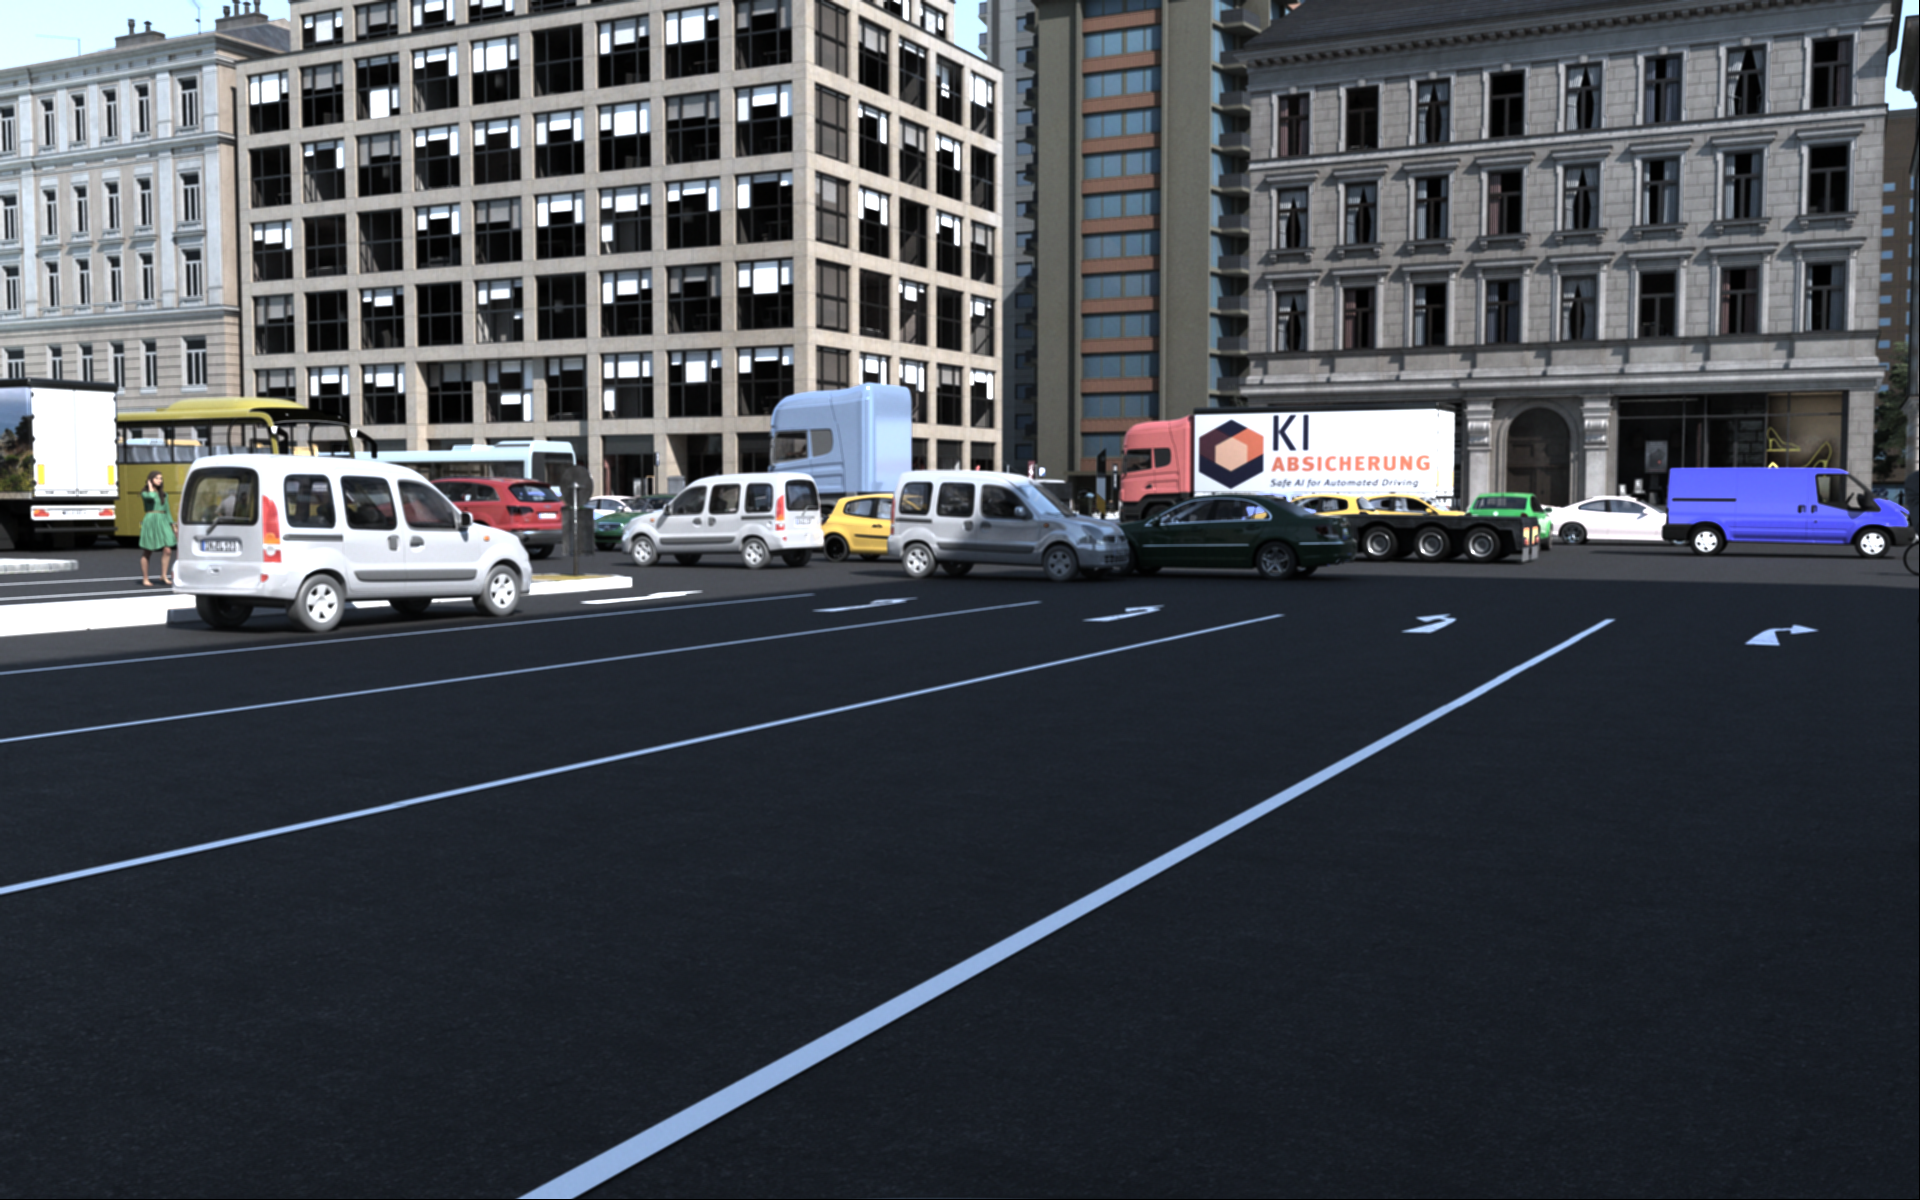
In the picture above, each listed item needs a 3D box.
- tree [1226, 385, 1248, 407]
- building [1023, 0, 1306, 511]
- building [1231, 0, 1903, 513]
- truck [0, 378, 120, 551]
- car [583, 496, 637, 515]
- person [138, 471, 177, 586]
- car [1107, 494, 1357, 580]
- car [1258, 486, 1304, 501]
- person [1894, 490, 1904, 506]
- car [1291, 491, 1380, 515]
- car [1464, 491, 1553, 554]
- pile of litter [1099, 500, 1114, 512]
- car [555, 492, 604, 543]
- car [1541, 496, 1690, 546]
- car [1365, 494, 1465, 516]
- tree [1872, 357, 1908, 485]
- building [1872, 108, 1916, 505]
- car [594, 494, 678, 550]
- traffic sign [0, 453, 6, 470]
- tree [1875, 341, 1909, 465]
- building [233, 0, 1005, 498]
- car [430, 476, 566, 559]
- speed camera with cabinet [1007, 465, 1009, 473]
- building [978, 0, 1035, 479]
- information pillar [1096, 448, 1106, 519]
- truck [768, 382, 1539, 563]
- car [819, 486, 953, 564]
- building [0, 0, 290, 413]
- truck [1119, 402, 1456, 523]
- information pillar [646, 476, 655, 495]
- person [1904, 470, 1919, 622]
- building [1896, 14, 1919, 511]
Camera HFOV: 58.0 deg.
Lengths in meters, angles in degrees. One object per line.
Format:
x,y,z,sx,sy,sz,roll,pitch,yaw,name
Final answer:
18.568,-9.848,111.371,4.360,8.622,3.978,0,3,0,tree
17.554,-29.722,140.582,22.147,44.769,28.867,2,4,27,building
14.035,-13.315,68.610,40.483,20.767,10.553,2,4,27,building
-26.764,-3.449,45.300,11.283,4.237,2.839,2,4,27,truck
-11.177,-2.761,57.496,4.827,1.381,2.083,2,4,26,car
-12.598,-1.125,27.138,0.529,1.795,0.600,1,4,21,person
4.382,-1.121,30.126,4.920,1.459,2.131,2,4,25,car
9.794,-2.623,52.483,1.945,1.707,3.694,2,4,28,car
90.623,-9.676,166.845,1.348,1.807,0.705,-1,4,-10,person
9.670,-2.304,47.894,3.980,1.641,2.015,2,4,29,car
13.643,-2.097,43.079,1.959,1.807,4.718,2,4,25,car
10.446,-6.572,121.414,1.719,0.858,1.176,3,5,40,pile of litter
-12.165,-2.564,51.506,3.694,1.707,1.945,2,4,25,car
18.839,-2.237,48.936,4.827,1.381,2.083,2,4,27,car
13.472,-2.508,51.229,3.980,1.641,2.015,2,4,29,car
75.251,-13.116,136.506,6.751,12.117,7.091,0,3,0,tree
105.033,-33.790,202.584,14.200,45.320,14.600,2,4,27,building
-7.729,-2.041,45.163,2.131,1.459,4.920,2,4,26,car
-17.986,-1.745,32.171,0.795,2.450,0.064,2,4,27,traffic sign
60.025,-11.457,105.454,7.486,12.596,7.792,0,3,0,tree
-17.285,-17.426,89.432,34.151,26.468,19.350,2,4,27,building
-11.130,-1.823,38.486,5.304,1.827,2.281,2,4,28,car
3.565,-7.651,119.431,0.660,3.252,2.038,3,4,39,speed camera with cabinet
17.193,-38.755,175.651,28.212,58.520,21.231,2,4,27,building
7.133,-5.875,87.404,0.504,3.616,0.183,-1,4,-19,information pillar
3.478,-3.080,40.125,18.799,4.110,2.967,2,4,25,truck
-1.038,-1.615,36.636,3.980,1.641,2.015,2,4,26,car
-43.603,-19.122,98.542,20.117,28.700,13.634,2,4,27,building
10.138,-4.125,56.365,11.283,4.237,2.839,2,4,28,truck
-12.766,-4.097,71.486,0.304,2.012,0.304,0,4,-3,information pillar
4.166,0.081,6.978,0.655,1.846,0.447,0,4,-1,person
40.666,-11.651,55.128,19.286,19.102,10.561,2,4,27,building
